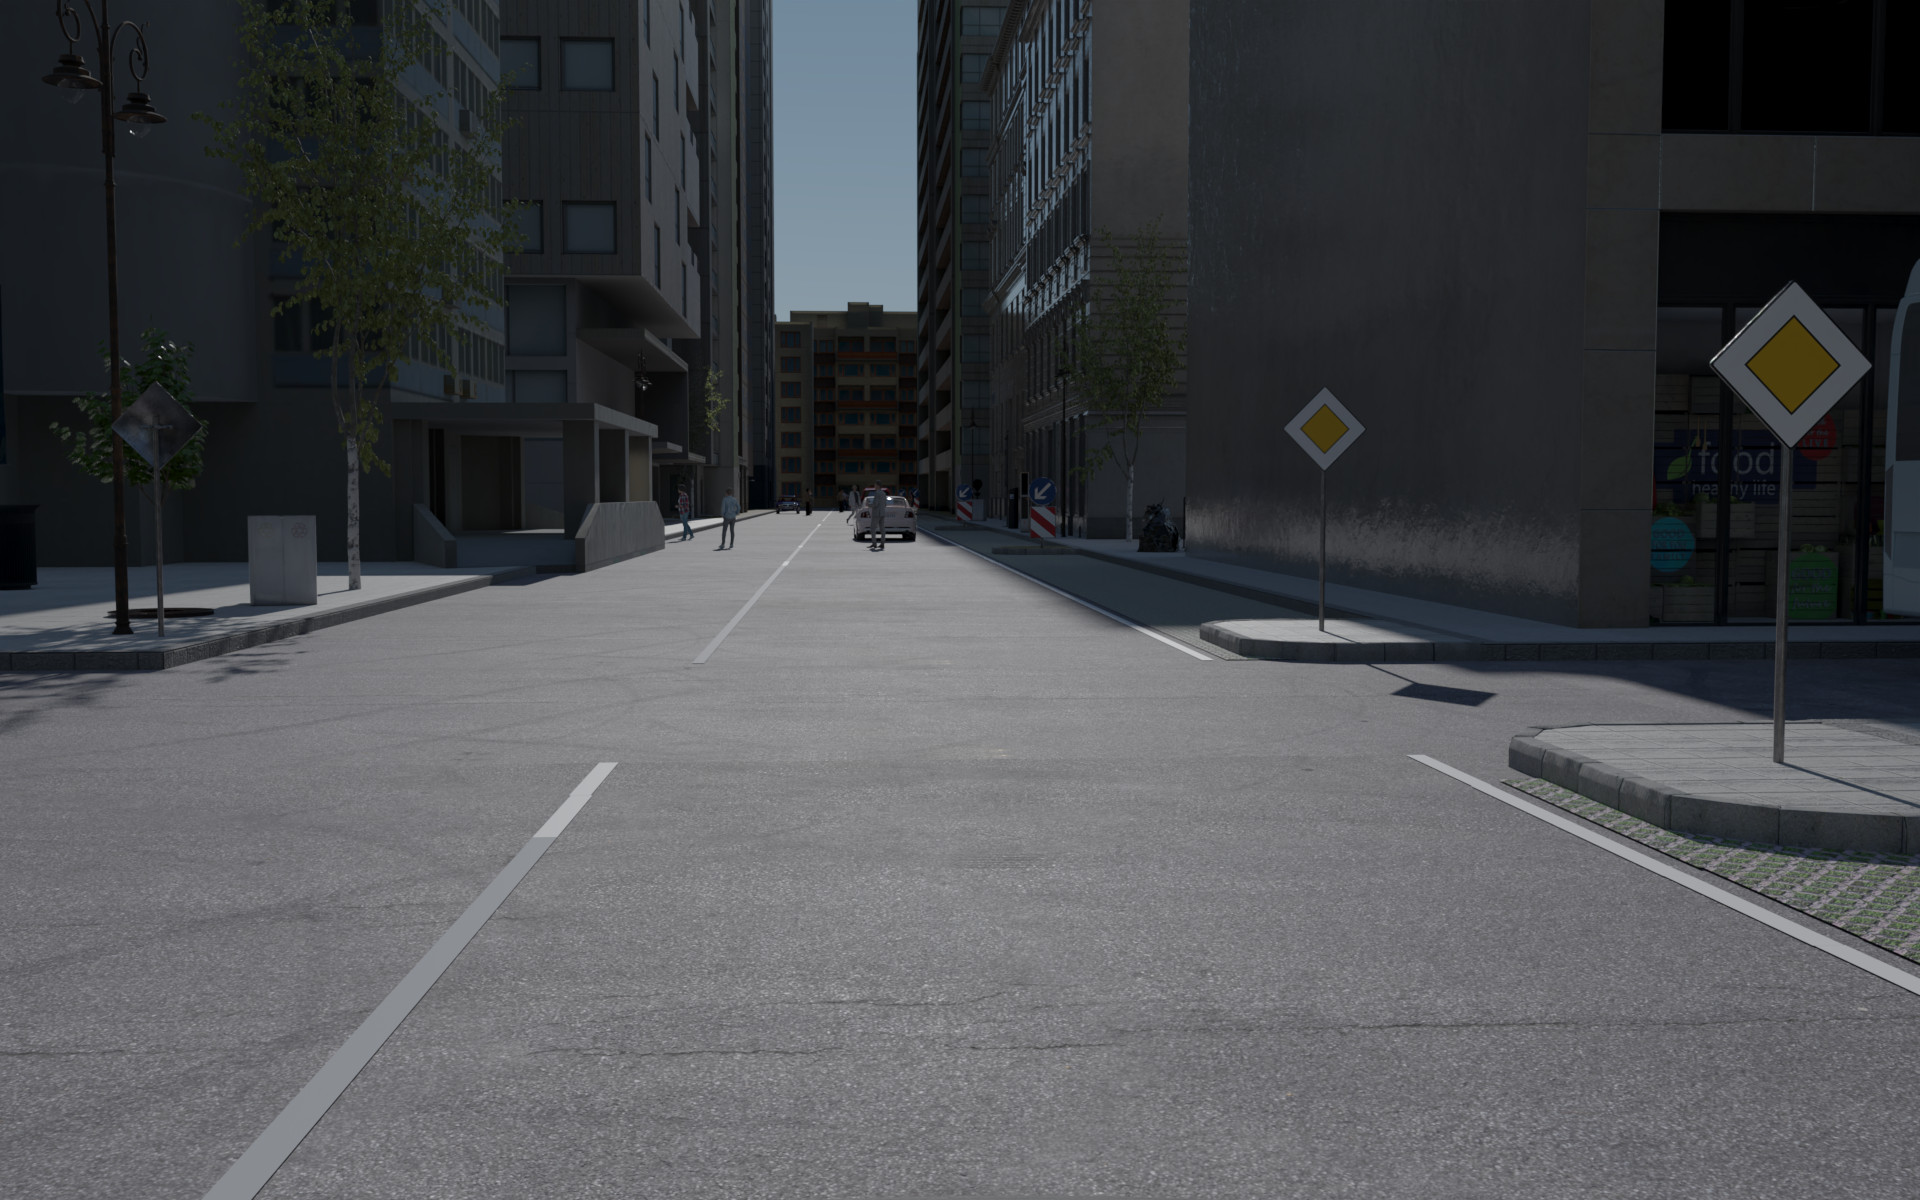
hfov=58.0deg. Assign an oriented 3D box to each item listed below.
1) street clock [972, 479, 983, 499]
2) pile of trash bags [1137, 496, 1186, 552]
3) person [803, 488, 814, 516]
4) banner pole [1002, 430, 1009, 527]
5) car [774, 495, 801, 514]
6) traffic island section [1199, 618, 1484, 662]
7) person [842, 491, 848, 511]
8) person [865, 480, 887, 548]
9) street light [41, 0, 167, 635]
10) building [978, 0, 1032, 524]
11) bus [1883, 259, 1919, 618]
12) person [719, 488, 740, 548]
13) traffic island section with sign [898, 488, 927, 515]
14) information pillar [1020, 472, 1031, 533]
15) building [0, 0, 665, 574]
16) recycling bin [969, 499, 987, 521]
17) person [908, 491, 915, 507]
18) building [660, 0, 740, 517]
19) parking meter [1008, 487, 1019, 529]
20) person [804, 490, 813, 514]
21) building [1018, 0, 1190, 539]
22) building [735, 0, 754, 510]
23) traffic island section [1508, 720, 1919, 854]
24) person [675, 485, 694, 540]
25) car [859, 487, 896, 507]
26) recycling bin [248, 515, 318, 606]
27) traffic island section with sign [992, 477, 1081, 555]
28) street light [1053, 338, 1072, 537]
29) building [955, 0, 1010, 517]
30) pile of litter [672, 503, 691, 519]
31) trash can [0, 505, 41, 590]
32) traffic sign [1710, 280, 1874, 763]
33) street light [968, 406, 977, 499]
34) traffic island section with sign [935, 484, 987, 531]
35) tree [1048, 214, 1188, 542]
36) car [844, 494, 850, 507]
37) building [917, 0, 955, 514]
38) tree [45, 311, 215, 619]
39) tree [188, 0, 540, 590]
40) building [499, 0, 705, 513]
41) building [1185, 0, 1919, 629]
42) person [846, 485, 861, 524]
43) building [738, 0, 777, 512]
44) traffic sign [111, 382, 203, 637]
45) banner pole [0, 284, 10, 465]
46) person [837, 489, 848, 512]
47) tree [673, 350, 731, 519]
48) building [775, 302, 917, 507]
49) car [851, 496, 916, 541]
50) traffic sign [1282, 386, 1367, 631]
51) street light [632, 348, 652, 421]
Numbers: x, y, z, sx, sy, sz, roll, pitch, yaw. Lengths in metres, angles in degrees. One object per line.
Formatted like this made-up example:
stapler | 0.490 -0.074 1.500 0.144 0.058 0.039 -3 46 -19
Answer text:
street clock | 0.831 -4.821 83.387 0.471 2.002 0.358 -1 4 -12
pile of trash bags | 5.145 -1.822 39.543 1.912 1.369 3.447 1 4 16
person | -10.146 -6.564 115.835 0.705 1.823 1.348 -2 4 -35
banner pole | 1.795 -4.712 67.065 0.401 3.779 0.863 1 4 12
car | -12.526 -6.944 126.110 1.945 1.354 3.894 0 4 -6
traffic island section | 3.413 0.368 16.267 2.009 0.180 2.903 0 4 -4
person | -9.939 -8.497 148.363 0.756 1.711 0.436 0 4 -4
person | -2.241 -2.290 46.134 0.583 1.804 0.606 1 4 19
street light | -7.664 -2.623 15.680 0.468 5.910 1.993 0 4 -4
building | 7.941 -17.233 79.031 12.463 27.353 25.104 0 4 -4
bus | 14.007 -1.109 12.996 13.247 3.499 2.948 0 4 -5
person | -6.181 -2.209 46.422 0.589 1.601 0.330 -2 4 -26
traffic island section with sign | -3.235 -6.691 118.023 1.989 1.847 2.006 0 4 -4
information pillar | 2.177 -3.251 57.641 0.304 2.012 0.304 1 4 12
building | -23.340 -21.055 36.127 32.217 40.220 23.993 0 4 -4
recycling bin | 0.846 -4.248 82.005 0.722 1.027 0.722 1 4 13
person | -3.130 -6.214 111.572 0.415 1.643 0.593 -1 4 -19
building | -19.929 -25.258 96.566 14.154 41.232 14.086 0 4 -4
parking meter | 1.975 -3.399 63.981 0.372 1.533 0.369 0 3 0
person | -10.976 -7.084 125.119 0.742 1.727 0.445 1 4 20
building | 7.668 -12.744 57.515 9.793 20.994 18.267 0 4 -4
building | -23.174 -29.444 131.514 14.600 45.320 14.200 0 4 -4
traffic island section | 3.934 0.855 8.299 2.009 0.180 2.903 0 4 -4
person | -8.497 -2.703 53.527 0.643 1.720 0.563 -1 4 -19
car | -4.887 -5.664 101.280 2.281 1.827 5.304 0 4 -2
recycling bin | -7.900 -0.467 20.188 0.722 1.027 0.722 -1 4 -23
traffic island section with sign | 1.782 -2.004 41.394 1.989 1.847 2.006 0 4 -4
street light | 3.086 -4.810 51.423 0.468 5.910 1.993 0 4 -4
building | 6.615 -25.562 101.539 14.154 41.232 14.086 0 4 -4
pile of litter | -14.252 -4.591 89.027 1.176 0.858 1.719 1 4 16
trash can | -12.736 -0.708 23.235 0.748 1.137 0.748 0 3 0
traffic sign | 3.911 -0.280 8.220 0.795 2.450 0.064 0 4 -4
street light | 0.660 -7.226 90.929 0.468 5.910 1.993 0 4 -4
traffic island section with sign | 0.011 -3.649 68.291 1.989 1.847 2.006 0 4 -4
tree | 4.474 -5.855 46.099 4.737 8.622 4.395 0 3 0
car | -10.225 -9.205 162.292 2.131 1.459 4.920 0 4 -5
building | 7.601 -31.701 142.014 21.300 48.544 21.600 0 4 -4
tree | -8.442 -1.454 18.367 1.663 3.219 1.824 0 3 0
tree | -7.948 -4.454 23.190 4.737 8.622 4.395 0 3 0
building | -24.959 -29.367 69.391 28.713 52.752 27.495 0 4 -4
building | 22.221 -13.568 26.357 34.151 26.468 19.350 0 4 -4
person | -4.993 -4.469 81.450 0.818 1.842 0.514 3 4 37
building | -27.354 -43.821 154.717 20.611 71.187 20.563 0 4 -4
traffic sign | -7.183 -0.726 15.520 0.795 2.450 0.064 0 4 -4
banner pole | -10.225 -1.705 17.889 0.401 3.779 0.863 2 4 27
person | -9.278 -7.773 135.591 0.705 1.823 1.348 2 4 32
tree | -13.811 -8.393 87.593 4.360 8.622 3.978 0 3 0
building | -10.168 -20.966 187.830 28.899 21.520 27.650 0 4 -4
car | -2.403 -2.597 54.821 2.083 1.381 4.827 0 4 -5
traffic sign | 3.390 -0.767 16.188 0.795 2.450 0.064 0 4 -4
street light | -10.113 -5.040 55.184 0.468 5.910 1.993 0 4 -4
